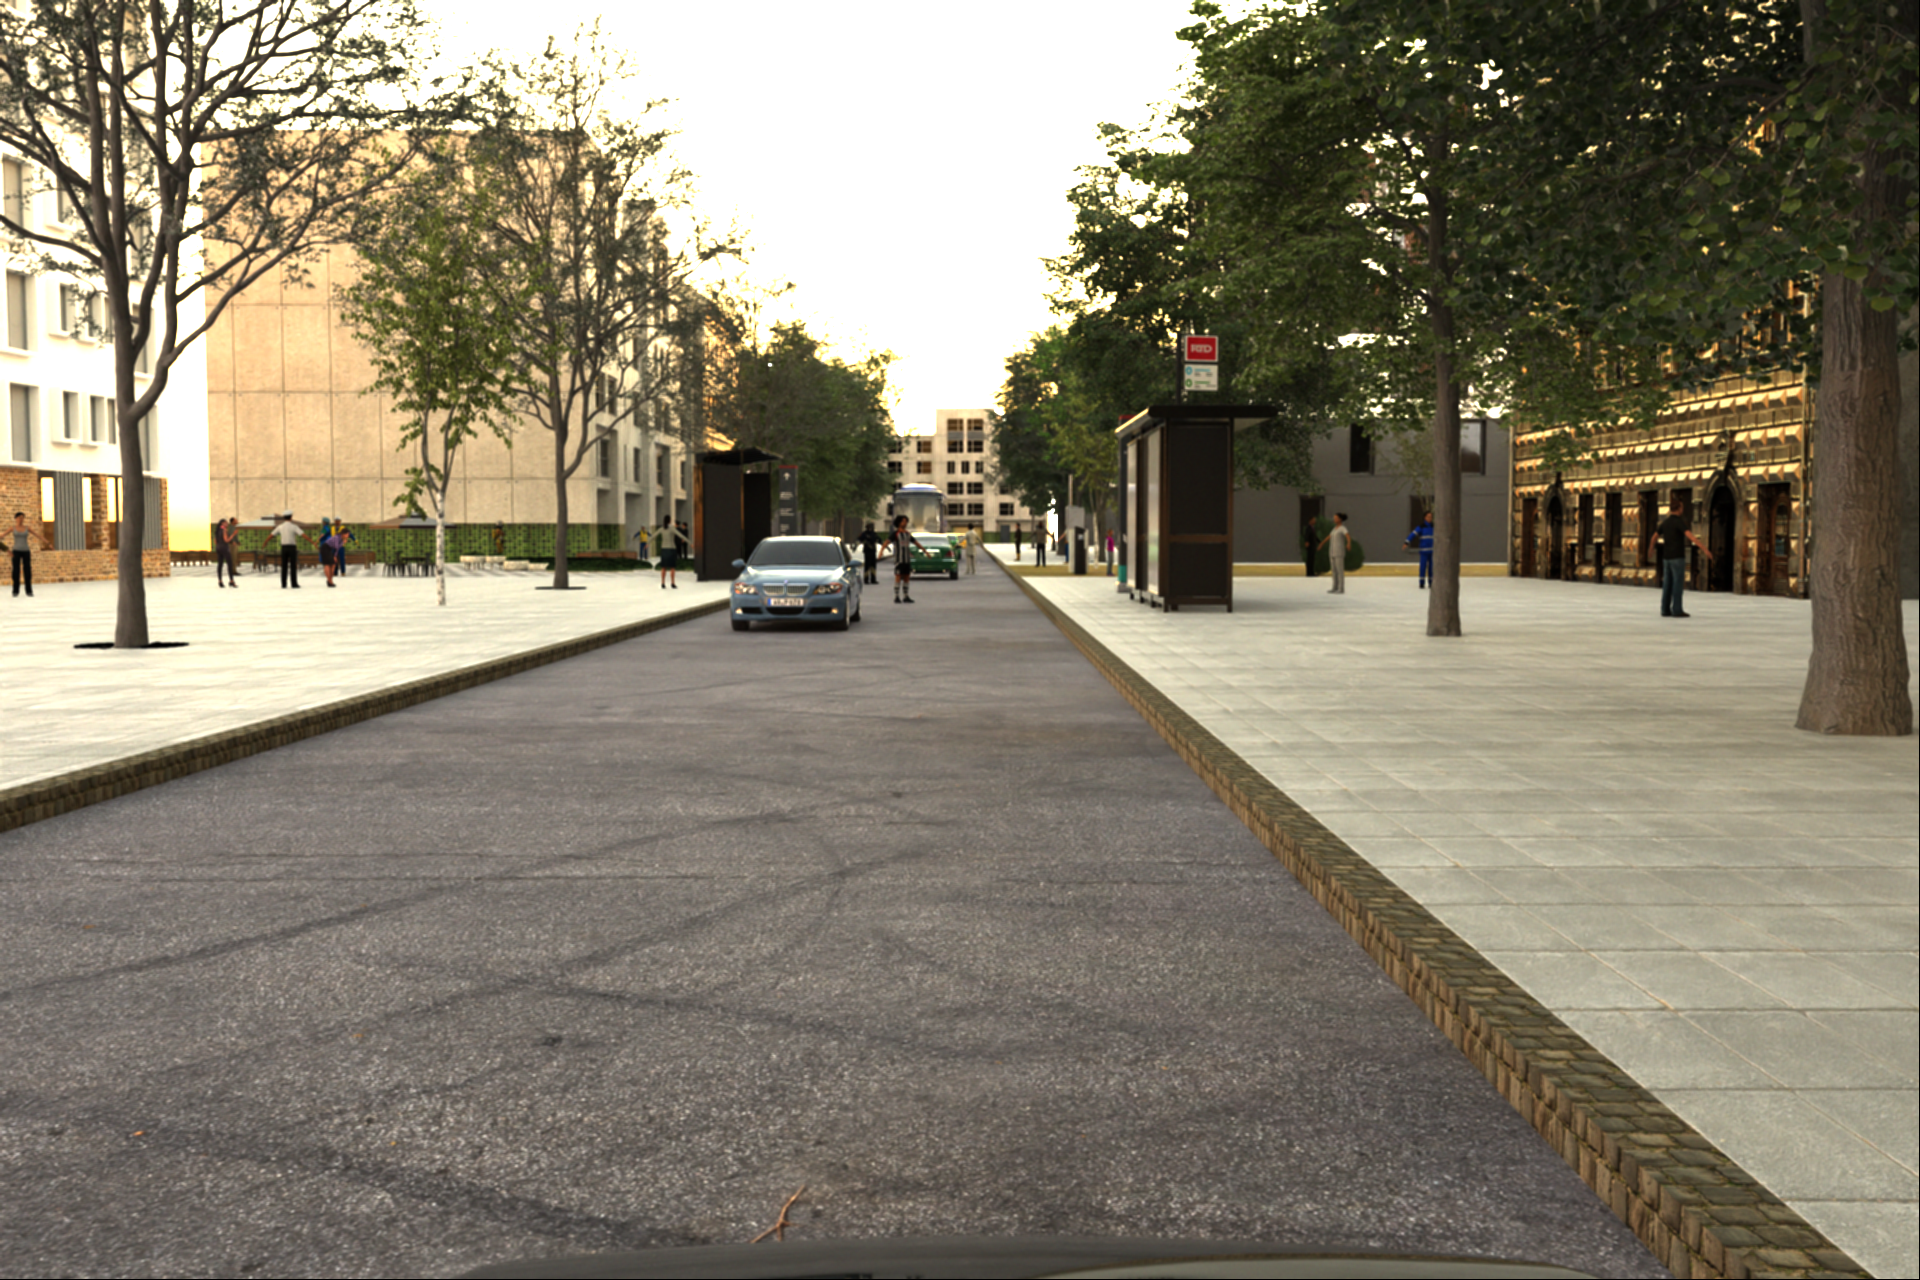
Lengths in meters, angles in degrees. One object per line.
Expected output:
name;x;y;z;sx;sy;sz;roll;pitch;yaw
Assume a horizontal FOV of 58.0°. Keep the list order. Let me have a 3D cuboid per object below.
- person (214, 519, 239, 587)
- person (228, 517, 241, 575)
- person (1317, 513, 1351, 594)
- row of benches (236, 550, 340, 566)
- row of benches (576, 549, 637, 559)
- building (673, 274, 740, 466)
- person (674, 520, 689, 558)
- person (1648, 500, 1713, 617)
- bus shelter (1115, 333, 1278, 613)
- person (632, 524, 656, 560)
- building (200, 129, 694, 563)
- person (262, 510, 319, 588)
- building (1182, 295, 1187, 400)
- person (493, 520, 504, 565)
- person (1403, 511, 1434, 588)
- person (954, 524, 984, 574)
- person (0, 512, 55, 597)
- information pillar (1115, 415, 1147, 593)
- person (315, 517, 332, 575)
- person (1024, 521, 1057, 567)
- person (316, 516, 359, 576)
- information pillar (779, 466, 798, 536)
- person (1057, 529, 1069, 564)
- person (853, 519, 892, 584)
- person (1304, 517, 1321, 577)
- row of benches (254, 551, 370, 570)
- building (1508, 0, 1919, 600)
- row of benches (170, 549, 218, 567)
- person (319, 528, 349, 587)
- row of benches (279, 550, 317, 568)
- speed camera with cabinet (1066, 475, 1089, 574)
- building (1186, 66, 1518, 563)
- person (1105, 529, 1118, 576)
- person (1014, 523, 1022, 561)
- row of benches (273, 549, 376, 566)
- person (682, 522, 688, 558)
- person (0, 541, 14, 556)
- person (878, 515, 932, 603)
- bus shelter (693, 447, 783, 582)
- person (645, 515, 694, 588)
person;-17.626;-2.089;41.661;0.593;1.643;0.415;-1;4;-9
person;-22.539;-2.908;53.818;0.705;1.796;1.348;-1;4;-16
person;8.091;-1.874;37.405;0.721;1.739;1.217;-1;4;-21
row of benches;-26.914;-3.294;69.317;4.104;0.672;1.422;-1;4;-14
row of benches;-14.397;-3.395;70.968;1.422;0.672;4.104;1;4;17
building;-25.882;-17.782;121.672;19.493;23.208;18.063;0;4;0
person;-11.333;-3.885;69.447;0.705;1.837;1.347;3;5;40
person;11.103;-1.263;26.861;0.705;1.803;1.348;-1;4;-18
bus shelter;4.126;-3.349;32.392;2.179;5.291;8.768;0;3;0
person;-15.594;-4.832;85.472;1.216;1.772;0.721;-2;4;-29
building;-24.849;-13.778;91.730;16.747;18.905;31.486;0;4;0
person;-15.994;-2.171;41.291;1.343;1.855;0.704;0;4;-1
building;21.687;-16.658;128.781;16.016;20.090;11.380;0;4;0
person;-19.248;-4.087;72.583;0.705;1.858;1.354;-1;4;-15
person;11.086;-2.142;40.998;1.345;1.831;0.704;-1;4;-9
person;0.360;-3.260;61.942;1.347;1.806;0.705;-3;4;-37
person;-19.270;-1.759;35.572;1.217;1.737;0.721;-2;4;-35
information pillar;3.808;-2.971;37.957;0.750;3.857;0.750;0;4;0
person;-20.174;-2.992;55.046;0.704;1.817;1.347;0;3;0
person;3.167;-3.776;67.867;1.348;1.813;0.705;1;4;17
person;-18.988;-2.868;52.868;1.349;1.833;0.705;0;4;2
information pillar;-6.512;-4.671;65.747;0.750;3.857;0.750;0;4;2
person;4.653;-4.185;74.282;0.705;1.847;1.347;3;5;44
person;-2.562;-2.534;49.661;1.354;1.856;0.705;-3;5;-39
person;10.593;-2.807;52.123;0.704;1.802;1.346;2;4;31
row of benches;-23.654;-2.909;63.018;4.104;0.672;1.422;0;4;-8
building;25.700;-12.919;42.158;19.493;23.208;18.063;0;4;0
row of benches;-31.014;-3.304;69.482;1.422;0.672;4.104;0;4;5
person;-15.149;-2.000;41.976;0.697;1.427;0.421;-1;4;-9
row of benches;-25.384;-3.110;66.312;1.422;0.672;4.104;-2;4;-31
speed camera with cabinet;3.874;-3.838;57.084;0.660;3.252;2.038;0;4;-1
building;25.669;-15.193;92.378;27.936;21.610;32.646;0;4;0
person;4.650;-2.669;52.904;0.599;1.433;0.991;2;4;26
person;2.749;-4.704;83.054;0.704;1.812;1.346;0;4;5
row of benches;-26.103;-3.424;71.437;4.104;0.672;1.422;-1;4;-14
person;-12.489;-4.421;78.463;0.705;1.806;1.347;-1;4;-10
person;-15.363;-1.235;26.973;0.721;1.736;1.217;2;4;31
person;-1.189;-1.684;36.129;1.345;1.843;0.704;-3;4;-38
bus shelter;-6.306;-3.581;49.824;1.731;3.624;6.357;0;4;1
person;-6.896;-2.094;41.076;1.217;1.735;0.721;1;4;9
